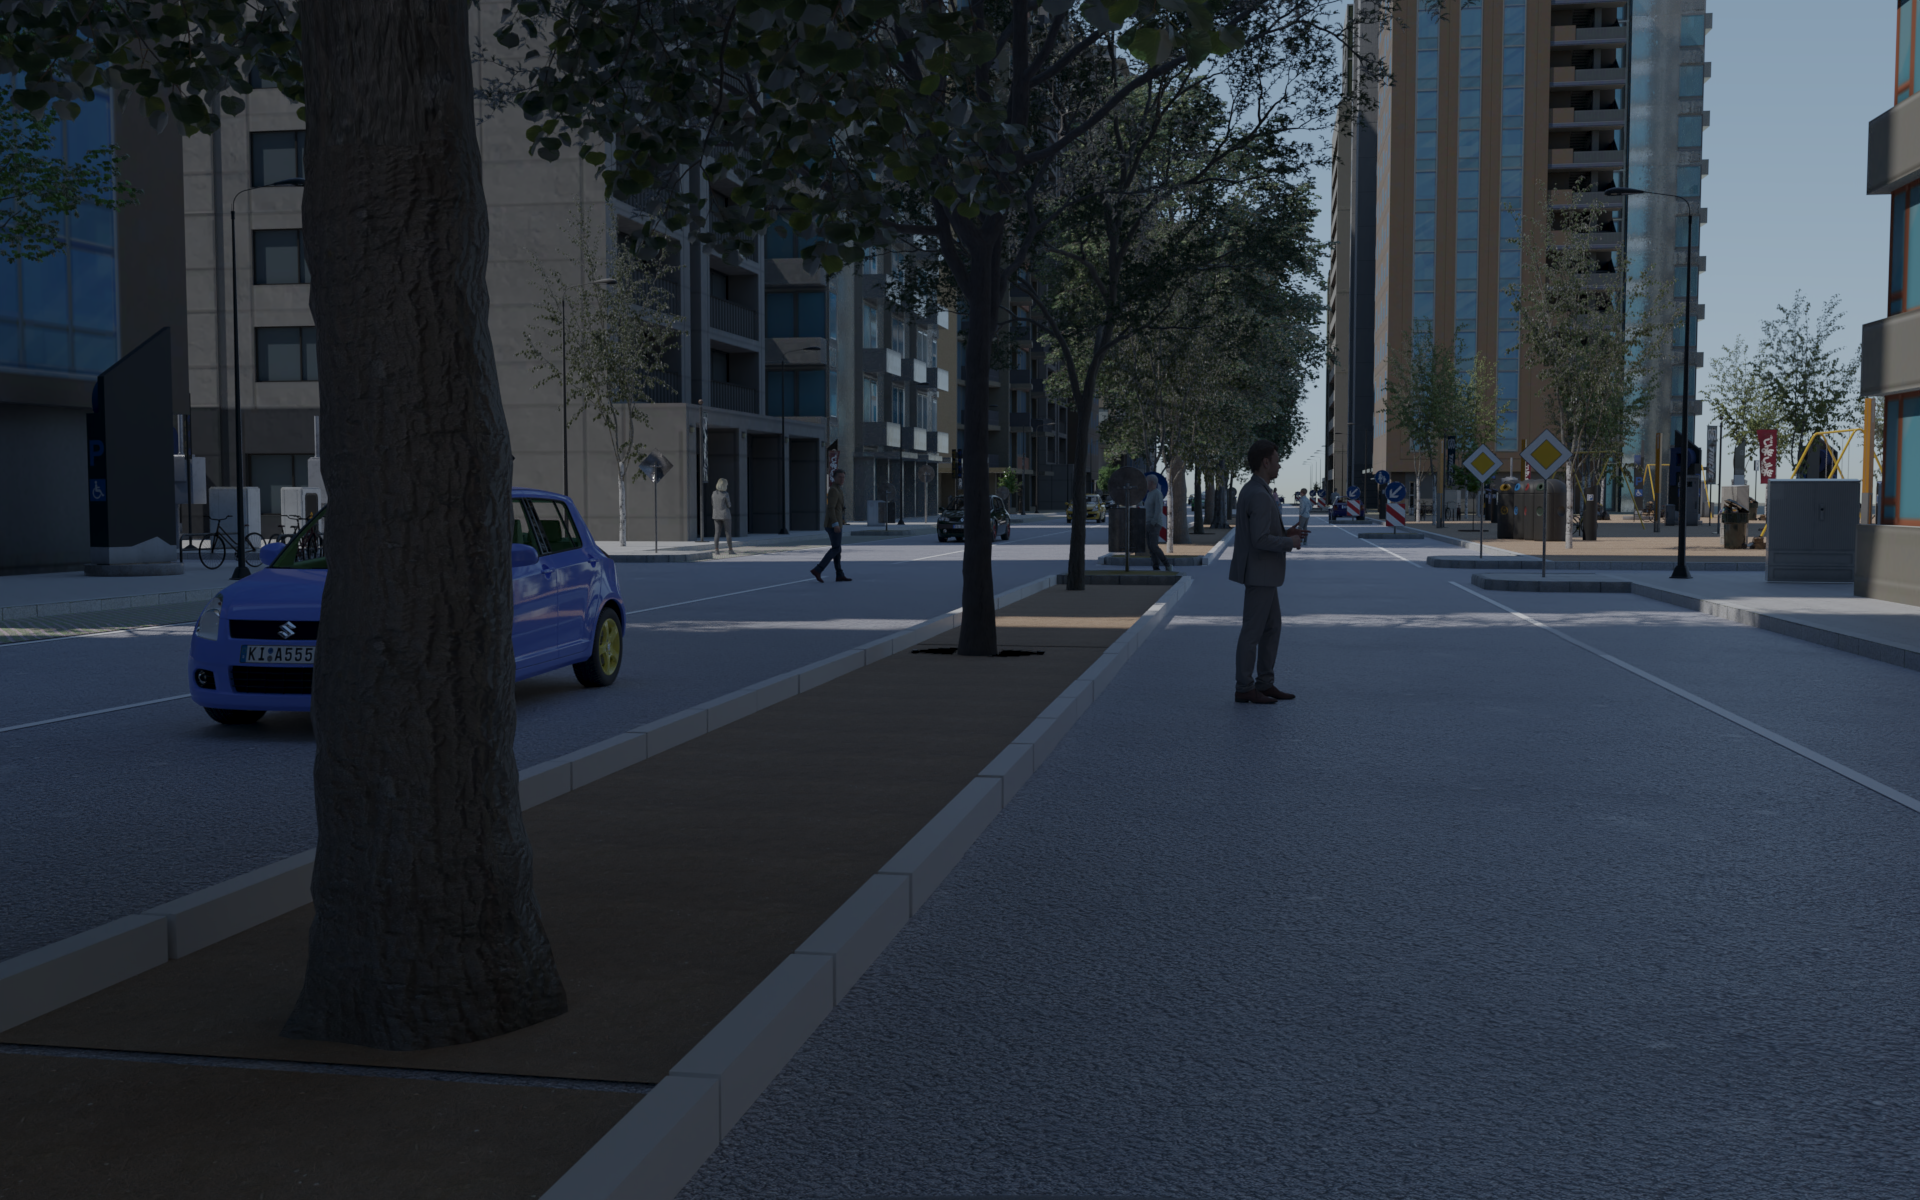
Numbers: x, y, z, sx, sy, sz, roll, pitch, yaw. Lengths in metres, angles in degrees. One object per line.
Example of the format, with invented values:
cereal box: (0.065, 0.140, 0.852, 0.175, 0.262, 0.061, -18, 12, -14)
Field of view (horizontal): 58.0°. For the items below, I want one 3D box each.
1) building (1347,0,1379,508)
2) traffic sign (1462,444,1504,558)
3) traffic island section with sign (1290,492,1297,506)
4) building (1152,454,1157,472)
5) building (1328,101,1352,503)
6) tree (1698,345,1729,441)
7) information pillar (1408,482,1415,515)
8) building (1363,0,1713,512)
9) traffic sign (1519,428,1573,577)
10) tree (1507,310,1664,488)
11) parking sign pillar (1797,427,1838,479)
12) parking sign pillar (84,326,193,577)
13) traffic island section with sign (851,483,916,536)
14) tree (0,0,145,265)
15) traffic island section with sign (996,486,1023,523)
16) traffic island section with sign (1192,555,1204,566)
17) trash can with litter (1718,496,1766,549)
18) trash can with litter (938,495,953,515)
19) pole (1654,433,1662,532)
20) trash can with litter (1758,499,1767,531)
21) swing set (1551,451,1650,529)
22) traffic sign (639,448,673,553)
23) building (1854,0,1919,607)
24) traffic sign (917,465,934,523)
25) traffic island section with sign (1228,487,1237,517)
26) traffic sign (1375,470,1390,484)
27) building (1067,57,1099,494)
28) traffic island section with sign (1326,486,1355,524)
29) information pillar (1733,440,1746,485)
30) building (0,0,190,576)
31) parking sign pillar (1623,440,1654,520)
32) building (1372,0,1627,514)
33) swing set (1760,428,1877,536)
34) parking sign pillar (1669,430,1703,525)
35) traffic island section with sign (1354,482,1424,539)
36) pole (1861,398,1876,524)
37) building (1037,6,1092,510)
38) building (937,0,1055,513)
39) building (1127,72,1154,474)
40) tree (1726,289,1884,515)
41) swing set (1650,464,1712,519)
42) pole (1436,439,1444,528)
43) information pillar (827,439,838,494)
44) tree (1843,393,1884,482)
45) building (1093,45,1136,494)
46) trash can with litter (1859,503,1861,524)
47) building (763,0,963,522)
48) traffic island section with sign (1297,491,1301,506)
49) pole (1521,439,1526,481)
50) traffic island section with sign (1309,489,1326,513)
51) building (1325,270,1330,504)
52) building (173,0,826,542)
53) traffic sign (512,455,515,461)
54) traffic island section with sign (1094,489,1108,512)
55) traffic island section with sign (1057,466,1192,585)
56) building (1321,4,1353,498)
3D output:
building: (48.005, -38.115, 165.181, 21.231, 58.520, 28.212, 1, 4, 10)
traffic sign: (10.390, -1.886, 34.482, 0.795, 2.450, 0.064, 1, 4, 10)
traffic island section with sign: (41.929, -12.517, 213.277, 1.989, 1.847, 2.006, 1, 4, 10)
building: (22.129, -37.231, 258.833, 14.600, 45.320, 14.200, 1, 4, 10)
building: (54.613, -35.439, 203.128, 21.300, 48.544, 21.600, 1, 4, 10)
tree: (36.468, -7.956, 80.441, 4.737, 8.622, 4.395, 0, 3, 0)
information pillar: (27.099, -6.083, 103.947, 0.304, 2.012, 0.304, 0, 4, 7)
building: (44.498, -31.568, 135.748, 23.786, 49.044, 30.456, 1, 4, 10)
traffic sign: (8.989, -1.405, 26.620, 0.795, 2.450, 0.064, 1, 4, 10)
tree: (25.119, -7.218, 68.379, 4.737, 8.622, 4.395, 0, 3, 0)
parking sign pillar: (33.702, -4.916, 68.854, 1.447, 3.967, 1.447, -3, 5, -45)
parking sign pillar: (-13.121, -2.382, 27.419, 1.447, 3.967, 1.447, 2, 4, 23)
traffic island section with sign: (-2.600, -3.145, 60.043, 1.989, 1.847, 2.006, 1, 4, 10)
tree: (-12.228, -5.637, 17.913, 9.928, 11.665, 9.643, 0, 3, 0)
traffic island section with sign: (2.122, -4.768, 86.583, 1.989, 1.847, 2.006, 1, 4, 10)
traffic island section with sign: (3.965, -1.665, 35.355, 2.006, 1.907, 1.989, 1, 4, 10)
trash can with litter: (18.309, -1.775, 40.405, 1.055, 1.170, 0.624, 0, 4, 3)
trash can with litter: (-0.657, -5.958, 108.475, 1.678, 1.210, 2.233, -2, 4, -24)
pole: (23.343, -3.919, 57.917, 0.158, 3.312, 0.155, 0, 3, 0)
trash can with litter: (28.684, -2.999, 60.086, 2.233, 1.210, 1.678, 0, 4, 3)
swing set: (23.039, -4.045, 63.759, 2.862, 2.851, 3.119, -1, 4, -16)
traffic sign: (-6.585, -2.072, 37.515, 0.795, 2.450, 0.064, 1, 4, 10)
building: (22.382, -9.761, 4.631, 27.650, 21.520, 28.899, 1, 4, 10)
traffic sign: (-1.499, -4.629, 75.796, 0.768, 2.556, 0.104, 1, 4, 13)
traffic island section with sign: (17.135, -6.190, 109.335, 2.006, 1.907, 1.989, 1, 4, 10)
traffic sign: (22.222, -5.572, 91.207, 0.768, 2.556, 0.104, 1, 4, 16)
building: (6.003, -31.702, 168.433, 14.600, 45.320, 14.200, 1, 4, 10)
traffic island section with sign: (18.773, -4.568, 83.310, 1.989, 1.847, 2.006, 1, 4, 10)
information pillar: (33.675, -5.107, 74.848, 0.504, 3.616, 0.183, -1, 4, -8)
building: (-21.987, -22.883, 24.251, 14.200, 45.320, 14.600, 1, 4, 10)
parking sign pillar: (33.712, -5.964, 85.981, 1.447, 3.967, 1.447, 1, 4, 21)
building: (35.167, -28.426, 114.882, 14.600, 45.320, 14.200, 1, 4, 10)
swing set: (21.531, -2.742, 42.460, 2.862, 2.851, 3.119, 1, 4, 9)
parking sign pillar: (30.164, -5.111, 72.043, 1.447, 3.967, 1.447, -2, 4, -26)
traffic island section with sign: (13.921, -2.899, 56.024, 1.989, 1.847, 2.006, 1, 4, 10)
pole: (19.360, -2.635, 36.931, 0.158, 3.312, 0.155, 0, 3, 0)
building: (0.971, -43.586, 150.891, 20.563, 71.187, 20.611, 1, 4, 10)
building: (-4.907, -28.932, 127.660, 22.147, 44.769, 28.867, 1, 4, 10)
building: (15.066, -42.570, 238.024, 21.231, 58.520, 28.212, 1, 4, 10)
tree: (30.783, -6.887, 62.970, 4.737, 8.622, 4.395, 0, 3, 0)
swing set: (37.403, -5.713, 91.027, 3.119, 2.851, 2.862, 0, 4, -1)
pole: (17.931, -4.333, 64.682, 0.158, 3.312, 0.155, 0, 3, 0)
information pillar: (-5.368, -5.006, 73.210, 0.504, 3.616, 0.183, 1, 4, 15)
tree: (45.797, -8.229, 84.899, 4.360, 8.622, 3.978, 0, 3, 0)
building: (6.766, -38.014, 210.762, 28.713, 52.752, 27.495, 1, 4, 10)
trash can with litter: (27.403, -2.554, 53.147, 1.055, 1.170, 0.624, -3, 5, -40)
building: (-13.011, -28.809, 90.641, 23.786, 49.044, 30.456, 1, 4, 10)
traffic island section with sign: (32.385, -9.237, 159.659, 1.989, 1.847, 2.006, 1, 4, 10)
pole: (20.941, -4.316, 64.406, 0.158, 3.312, 0.155, 0, 3, 0)
traffic island section with sign: (27.611, -7.603, 132.932, 1.989, 1.847, 2.006, 1, 4, 10)
building: (53.967, -27.535, 221.895, 14.160, 30.474, 14.107, 1, 4, 10)
building: (-15.588, -37.809, 56.427, 20.563, 71.187, 20.611, 1, 4, 10)
traffic sign: (-7.985, -1.591, 29.653, 0.795, 2.450, 0.064, 1, 4, 10)
traffic island section with sign: (10.902, -7.783, 135.885, 1.989, 1.847, 2.006, 1, 4, 10)
traffic island section with sign: (2.656, -1.219, 28.064, 2.006, 1.907, 1.989, 1, 4, 10)
building: (63.751, -49.754, 251.721, 20.563, 71.187, 20.611, 1, 4, 10)
